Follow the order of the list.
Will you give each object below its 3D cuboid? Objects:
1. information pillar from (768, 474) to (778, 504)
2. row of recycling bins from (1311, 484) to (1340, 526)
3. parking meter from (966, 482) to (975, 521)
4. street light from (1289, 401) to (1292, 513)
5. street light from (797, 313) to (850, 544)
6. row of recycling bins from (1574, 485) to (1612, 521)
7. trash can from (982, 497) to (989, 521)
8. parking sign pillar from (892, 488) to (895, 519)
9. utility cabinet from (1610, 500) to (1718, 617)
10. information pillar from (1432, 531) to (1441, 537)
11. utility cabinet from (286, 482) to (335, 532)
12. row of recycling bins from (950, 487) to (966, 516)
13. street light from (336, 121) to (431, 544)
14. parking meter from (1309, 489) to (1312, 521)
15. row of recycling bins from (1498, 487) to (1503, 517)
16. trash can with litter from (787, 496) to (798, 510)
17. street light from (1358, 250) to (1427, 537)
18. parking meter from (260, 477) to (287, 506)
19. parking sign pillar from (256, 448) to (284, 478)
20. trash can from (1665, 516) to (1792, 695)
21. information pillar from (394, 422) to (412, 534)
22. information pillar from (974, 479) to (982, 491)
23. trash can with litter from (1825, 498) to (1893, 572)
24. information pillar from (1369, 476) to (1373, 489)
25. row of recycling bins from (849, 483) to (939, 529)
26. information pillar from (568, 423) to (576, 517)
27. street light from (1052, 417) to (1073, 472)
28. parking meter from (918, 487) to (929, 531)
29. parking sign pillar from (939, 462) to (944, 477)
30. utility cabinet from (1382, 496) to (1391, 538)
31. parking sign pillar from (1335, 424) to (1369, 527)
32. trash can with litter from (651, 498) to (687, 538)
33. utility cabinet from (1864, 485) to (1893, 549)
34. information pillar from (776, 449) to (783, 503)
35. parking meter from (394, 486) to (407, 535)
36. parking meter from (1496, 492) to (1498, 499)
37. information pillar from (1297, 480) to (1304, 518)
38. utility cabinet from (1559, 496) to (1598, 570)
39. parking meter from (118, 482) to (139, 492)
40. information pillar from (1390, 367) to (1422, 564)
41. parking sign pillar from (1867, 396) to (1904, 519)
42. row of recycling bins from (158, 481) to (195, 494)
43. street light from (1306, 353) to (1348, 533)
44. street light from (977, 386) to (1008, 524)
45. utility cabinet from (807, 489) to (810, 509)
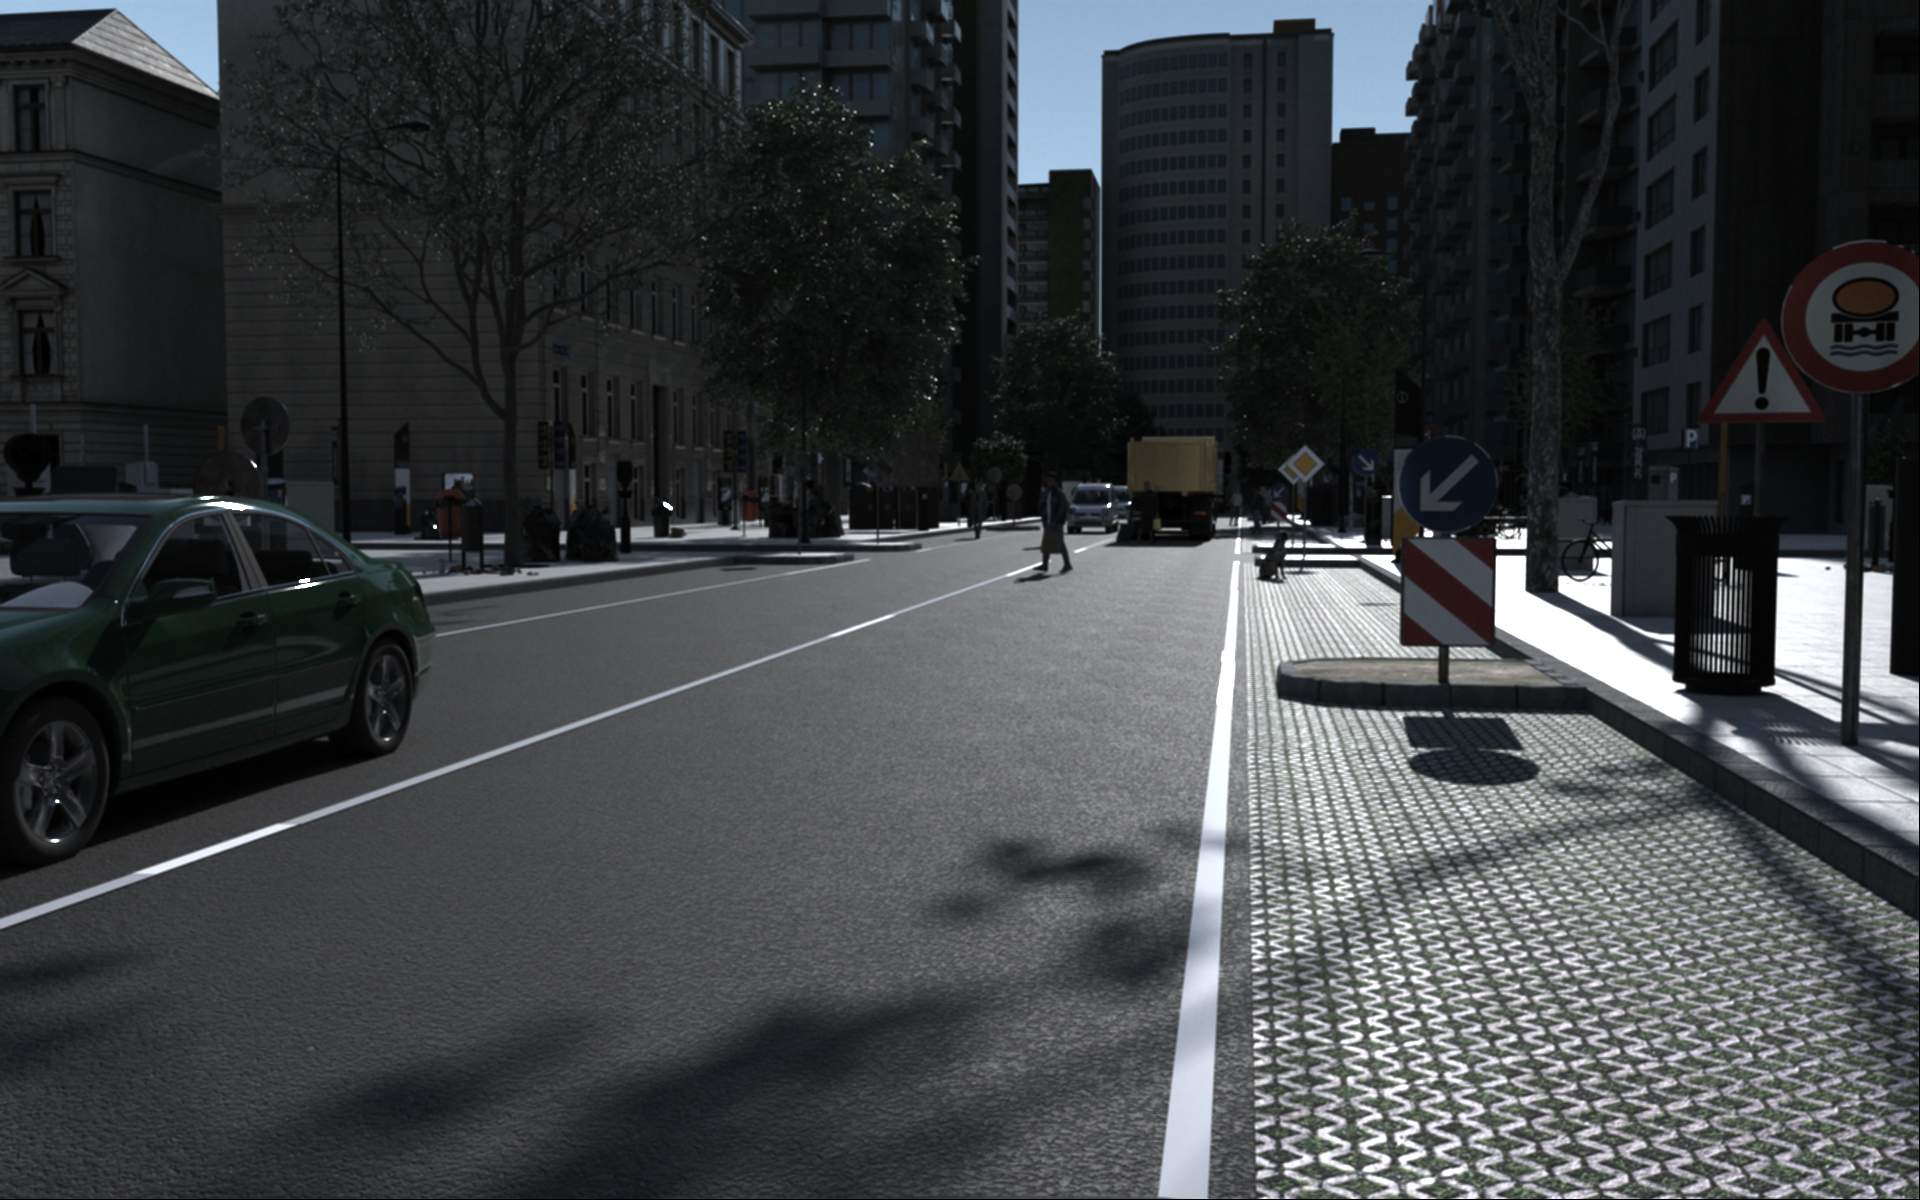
[{"bbox_3d":[-6.948,-3.671,64.505,0.304,2.012,0.304,0,4,7],"label":"information pillar"},{"bbox_3d":[14.971,-3.858,70.197,1.069,1.692,3.534,1,4,22],"label":"row of recycling bins"},{"bbox_3d":[0.492,-4.640,81.571,0.399,1.863,0.255,0,3,0],"label":"parking meter"},{"bbox_3d":[16.857,-6.967,86.452,1.470,5.913,1.316,1,4,9],"label":"street light"},{"bbox_3d":[-3.498,-4.407,44.589,1.470,5.913,1.316,1,4,9],"label":"street light"},{"bbox_3d":[29.805,-4.575,81.921,3.534,1.692,1.069,-3,5,-43],"label":"row of recycling bins"},{"bbox_3d":[1.023,-4.339,82.600,0.748,1.137,0.748,0,3,0],"label":"trash can"},{"bbox_3d":[-3.160,-6.147,88.977,1.447,3.967,1.447,-1,4,-22],"label":"parking sign pillar"},{"bbox_3d":[7.390,-0.431,18.203,1.020,1.237,0.306,0,4,-6],"label":"utility cabinet"},{"bbox_3d":[12.332,-2.440,44.387,0.304,2.012,0.304,-3,5,-42],"label":"information pillar"},{"bbox_3d":[-11.769,-1.372,31.104,0.318,1.500,1.173,1,4,22],"label":"utility cabinet"},{"bbox_3d":[0.074,-5.752,101.159,1.069,1.692,3.534,1,4,11],"label":"row of recycling bins"},{"bbox_3d":[-7.266,-3.012,21.795,1.470,5.913,1.316,1,4,9],"label":"street light"},{"bbox_3d":[16.733,-4.505,82.073,0.372,1.533,0.369,0,3,0],"label":"parking meter"},{"bbox_3d":[26.996,-5.152,91.349,3.534,1.692,1.069,-1,4,-15],"label":"row of recycling bins"},{"bbox_3d":[-8.420,-4.604,86.663,0.624,1.170,1.055,-1,4,-12],"label":"trash can with litter"},{"bbox_3d":[8.274,-3.699,33.025,1.470,5.913,1.316,1,4,9],"label":"street light"},{"bbox_3d":[-10.198,-1.061,25.753,0.372,1.533,0.369,0,3,0],"label":"parking meter"},{"bbox_3d":[-20.386,-3.834,51.165,1.447,3.967,1.447,0,4,-6],"label":"parking sign pillar"},{"bbox_3d":[4.961,0.026,11.226,0.748,1.137,0.748,0,3,0],"label":"trash can"},{"bbox_3d":[-18.072,-3.964,56.171,0.183,3.616,0.504,3,5,44],"label":"information pillar"},{"bbox_3d":[0.854,-4.740,81.996,0.304,2.012,0.304,-1,4,-10],"label":"information pillar"},{"bbox_3d":[15.483,-1.103,29.090,1.678,1.210,2.233,2,4,24],"label":"trash can with litter"},{"bbox_3d":[16.530,-4.024,70.290,0.304,2.012,0.304,-3,5,-44],"label":"information pillar"},{"bbox_3d":[-2.463,-3.500,64.338,3.534,1.692,1.069,-2,4,-27],"label":"row of recycling bins"},{"bbox_3d":[-12.858,-4.042,57.446,0.183,3.616,0.504,0,4,4],"label":"information pillar"},{"bbox_3d":[6.102,-8.036,103.925,1.470,5.913,1.316,1,4,9],"label":"street light"},{"bbox_3d":[-1.273,-3.194,60.631,0.372,1.533,0.369,0,3,0],"label":"parking meter"},{"bbox_3d":[-1.661,-7.167,105.653,1.447,3.967,1.447,0,4,-4],"label":"parking sign pillar"},{"bbox_3d":[12.737,-2.408,50.537,1.020,1.237,0.306,3,4,38],"label":"utility cabinet"},{"bbox_3d":[15.297,-4.811,67.138,1.447,3.967,1.447,-3,5,-40],"label":"parking sign pillar"},{"bbox_3d":[-8.566,-2.428,51.086,1.055,1.170,0.624,1,4,20],"label":"trash can with litter"},{"bbox_3d":[21.085,-1.922,40.101,1.173,1.500,0.318,-2,4,-27],"label":"utility cabinet"},{"bbox_3d":[-7.482,-4.917,71.739,0.183,3.616,0.504,1,4,19],"label":"information pillar"},{"bbox_3d":[-17.668,-2.829,54.671,0.372,1.533,0.369,0,3,0],"label":"parking meter"},{"bbox_3d":[25.166,-4.641,81.589,0.255,1.863,0.399,1,4,11],"label":"parking meter"},{"bbox_3d":[18.438,-6.239,93.364,0.504,3.616,0.183,-1,4,-11],"label":"information pillar"},{"bbox_3d":[10.167,-1.110,29.306,1.020,1.237,0.306,1,4,9],"label":"utility cabinet"},{"bbox_3d":[-17.242,-1.684,35.939,0.372,1.533,0.369,0,3,0],"label":"parking meter"},{"bbox_3d":[8.226,-2.481,31.913,0.504,3.616,0.183,2,4,33],"label":"information pillar"},{"bbox_3d":[25.304,-3.607,47.447,1.447,3.967,1.447,-3,5,-39],"label":"parking sign pillar"},{"bbox_3d":[-24.288,-2.996,56.101,1.069,1.692,3.534,3,5,41],"label":"row of recycling bins"},{"bbox_3d":[12.080,-5.171,57.093,1.470,5.913,1.316,1,4,9],"label":"street light"},{"bbox_3d":[1.355,-6.237,74.509,1.470,5.913,1.316,1,4,9],"label":"street light"},{"bbox_3d":[-6.537,-4.401,80.633,1.173,1.500,0.318,-1,4,-10],"label":"utility cabinet"}]
